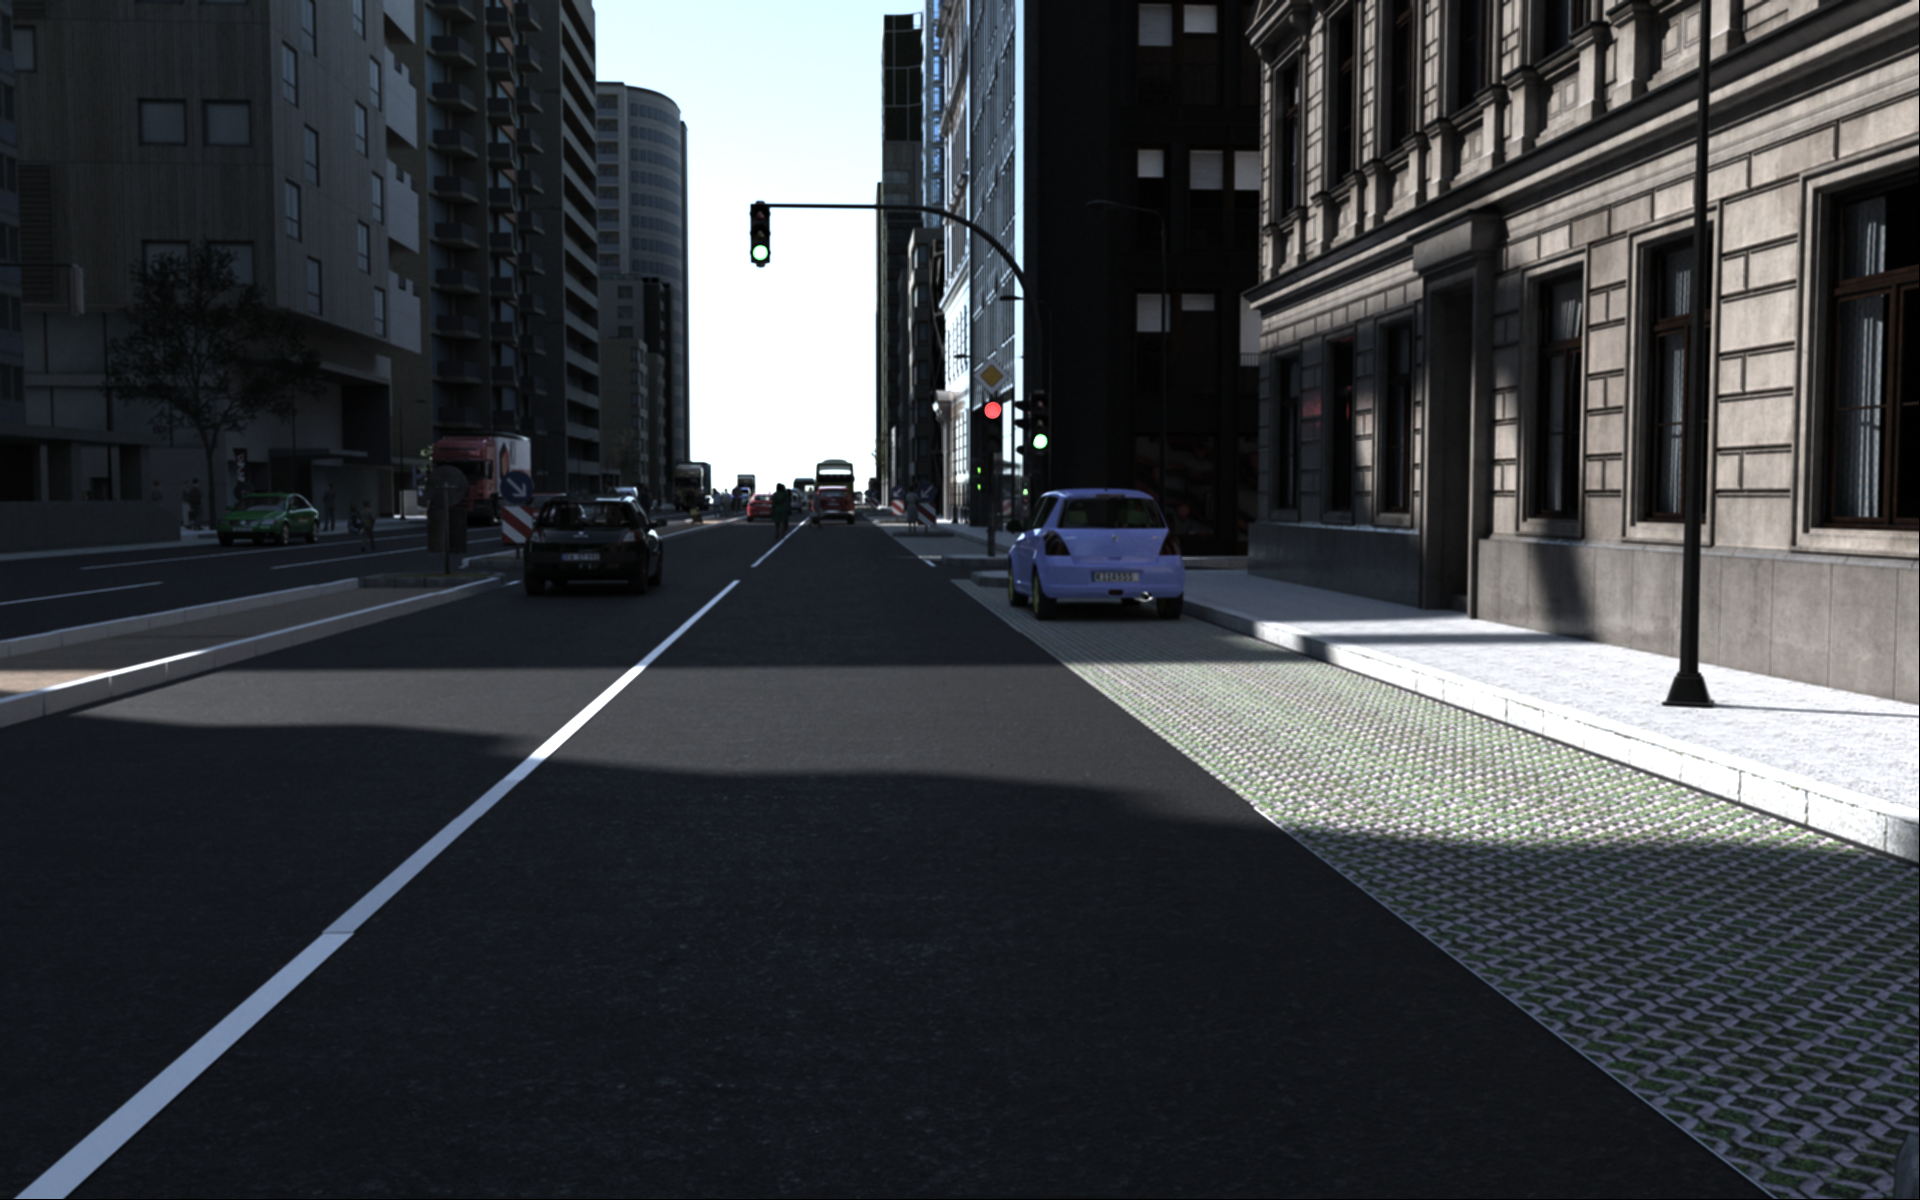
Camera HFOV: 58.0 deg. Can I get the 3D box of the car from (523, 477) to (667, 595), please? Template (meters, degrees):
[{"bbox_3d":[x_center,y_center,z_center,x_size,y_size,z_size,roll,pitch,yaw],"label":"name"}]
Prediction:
[{"bbox_3d":[-5.463,-0.997,26.080,2.009,1.686,4.222,0,4,-5],"label":"car"}]

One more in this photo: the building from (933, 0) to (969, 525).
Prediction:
[{"bbox_3d":[6.083,-17.907,78.686,13.634,28.700,20.117,0,4,-4],"label":"building"}]

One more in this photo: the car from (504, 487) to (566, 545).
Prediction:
[{"bbox_3d":[-12.139,-2.523,50.285,2.155,1.783,4.494,0,4,-6],"label":"car"}]

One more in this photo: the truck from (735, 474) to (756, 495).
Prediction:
[{"bbox_3d":[-30.437,-15.763,246.636,2.839,4.237,11.283,0,4,-6],"label":"truck"}]

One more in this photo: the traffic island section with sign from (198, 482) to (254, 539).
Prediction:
[{"bbox_3d":[-23.430,-2.918,56.335,1.989,1.847,2.006,0,4,-4],"label":"traffic island section with sign"}]

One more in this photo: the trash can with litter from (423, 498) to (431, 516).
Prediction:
[{"bbox_3d":[-30.617,-5.417,99.958,1.055,1.170,0.624,3,5,39],"label":"trash can with litter"}]

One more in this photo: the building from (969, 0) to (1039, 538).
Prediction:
[{"bbox_3d":[7.044,-14.702,58.395,12.078,24.808,19.932,0,4,-4],"label":"building"}]

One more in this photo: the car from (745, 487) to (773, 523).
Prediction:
[{"bbox_3d":[-9.964,-4.877,88.772,2.155,1.783,4.494,0,4,-5],"label":"car"}]

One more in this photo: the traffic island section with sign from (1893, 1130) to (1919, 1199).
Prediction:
[{"bbox_3d":[2.708,0.364,2.683,1.989,1.847,2.006,0,4,-4],"label":"traffic island section with sign"}]

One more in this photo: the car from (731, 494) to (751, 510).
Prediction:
[{"bbox_3d":[-19.927,-9.095,157.501,1.959,1.807,4.718,0,4,-6],"label":"car"}]

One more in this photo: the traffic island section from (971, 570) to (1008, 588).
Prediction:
[{"bbox_3d":[1.239,-0.328,27.646,2.009,0.180,2.903,0,4,-4],"label":"traffic island section"}]

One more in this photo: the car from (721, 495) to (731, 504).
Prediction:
[{"bbox_3d":[-33.613,-14.572,250.614,2.083,1.381,4.827,0,4,-4],"label":"car"}]

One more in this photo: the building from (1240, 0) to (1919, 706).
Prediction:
[{"bbox_3d":[9.930,-9.401,18.334,10.561,19.102,19.286,0,4,-4],"label":"building"}]

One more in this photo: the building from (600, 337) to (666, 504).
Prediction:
[{"bbox_3d":[-50.403,-22.064,205.786,27.650,21.520,28.899,0,4,-4],"label":"building"}]

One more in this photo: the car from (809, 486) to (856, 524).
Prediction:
[{"bbox_3d":[-6.125,-4.577,83.503,2.281,1.827,5.304,0,4,-5],"label":"car"}]

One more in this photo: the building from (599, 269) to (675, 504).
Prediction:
[{"bbox_3d":[-45.187,-27.872,227.405,14.160,30.474,14.107,0,4,-4],"label":"building"}]

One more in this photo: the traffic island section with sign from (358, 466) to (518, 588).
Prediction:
[{"bbox_3d":[-8.203,-1.167,27.209,2.006,1.907,1.989,0,4,-4],"label":"traffic island section with sign"}]

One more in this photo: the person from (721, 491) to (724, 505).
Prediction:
[{"bbox_3d":[-31.527,-13.553,229.721,0.705,1.869,1.348,-1,4,-21],"label":"person"}]

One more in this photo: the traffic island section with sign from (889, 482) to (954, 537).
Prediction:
[{"bbox_3d":[-1.265,-3.019,57.988,1.989,1.847,2.006,0,4,-4],"label":"traffic island section with sign"}]

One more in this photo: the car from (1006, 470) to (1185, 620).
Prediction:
[{"bbox_3d":[1.563,-0.695,20.951,1.945,1.707,3.694,0,4,-5],"label":"car"}]

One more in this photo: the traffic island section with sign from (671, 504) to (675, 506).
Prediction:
[{"bbox_3d":[-34.905,-12.680,215.950,1.989,1.847,2.006,0,4,-4],"label":"traffic island section with sign"}]

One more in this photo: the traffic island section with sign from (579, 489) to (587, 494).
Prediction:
[{"bbox_3d":[-28.956,-7.611,133.069,1.989,1.847,2.006,0,4,-4],"label":"traffic island section with sign"}]

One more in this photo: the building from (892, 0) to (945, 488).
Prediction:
[{"bbox_3d":[5.408,-51.583,156.051,22.319,86.520,31.000,0,4,-4],"label":"building"}]

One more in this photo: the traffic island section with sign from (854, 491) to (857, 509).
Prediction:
[{"bbox_3d":[-8.753,-9.378,161.956,1.989,1.847,2.006,0,4,-4],"label":"traffic island section with sign"}]

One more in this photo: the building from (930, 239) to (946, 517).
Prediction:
[{"bbox_3d":[6.571,-14.413,103.101,16.820,18.784,16.811,0,4,-4],"label":"building"}]

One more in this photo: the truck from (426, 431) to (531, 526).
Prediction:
[{"bbox_3d":[-22.056,-5.565,79.900,2.839,4.237,11.283,0,4,-3],"label":"truck"}]

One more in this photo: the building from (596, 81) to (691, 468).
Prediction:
[{"bbox_3d":[-50.540,-43.194,248.219,21.231,58.520,28.212,0,4,-4],"label":"building"}]

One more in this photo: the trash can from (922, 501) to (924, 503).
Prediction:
[{"bbox_3d":[-2.465,-5.688,104.655,0.748,1.137,0.748,0,3,0],"label":"trash can"}]

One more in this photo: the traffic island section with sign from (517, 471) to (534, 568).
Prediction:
[{"bbox_3d":[-8.725,-1.618,34.598,2.006,1.907,1.989,0,4,-4],"label":"traffic island section with sign"}]

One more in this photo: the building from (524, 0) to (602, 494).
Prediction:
[{"bbox_3d":[-42.986,-32.031,147.407,21.300,48.544,21.600,0,4,-4],"label":"building"}]

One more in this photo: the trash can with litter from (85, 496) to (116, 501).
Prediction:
[{"bbox_3d":[-32.381,-3.239,64.011,1.678,1.210,2.233,-1,4,-8],"label":"trash can with litter"}]

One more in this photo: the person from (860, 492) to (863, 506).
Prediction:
[{"bbox_3d":[-11.855,-12.174,208.208,0.621,1.740,0.551,-3,5,-44],"label":"person"}]

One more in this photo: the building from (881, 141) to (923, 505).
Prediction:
[{"bbox_3d":[-2.225,-31.810,203.694,14.154,41.232,14.086,0,4,-4],"label":"building"}]

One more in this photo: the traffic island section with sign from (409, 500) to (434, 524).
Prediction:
[{"bbox_3d":[-25.393,-4.594,83.737,1.989,1.847,2.006,0,4,-4],"label":"traffic island section with sign"}]

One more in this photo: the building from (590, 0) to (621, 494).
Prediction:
[{"bbox_3d":[-44.151,-44.618,167.752,20.563,71.187,20.611,0,4,-4],"label":"building"}]

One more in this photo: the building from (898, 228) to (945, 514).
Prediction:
[{"bbox_3d":[9.774,-17.303,127.951,27.650,21.520,28.899,0,4,-4],"label":"building"}]

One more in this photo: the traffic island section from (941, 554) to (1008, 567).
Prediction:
[{"bbox_3d":[0.666,-0.815,35.611,2.009,0.180,2.903,0,4,-4],"label":"traffic island section"}]

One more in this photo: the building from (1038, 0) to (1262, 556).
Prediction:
[{"bbox_3d":[10.450,-12.953,41.466,15.834,23.373,12.332,0,4,-4],"label":"building"}]

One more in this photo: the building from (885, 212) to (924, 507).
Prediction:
[{"bbox_3d":[-0.772,-24.968,179.924,14.160,30.474,14.107,0,4,-4],"label":"building"}]

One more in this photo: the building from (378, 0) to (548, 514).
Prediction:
[{"bbox_3d":[-41.739,-28.584,121.967,22.147,44.769,28.867,0,4,-4],"label":"building"}]

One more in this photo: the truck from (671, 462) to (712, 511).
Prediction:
[{"bbox_3d":[-23.451,-9.971,151.940,2.839,4.237,11.283,0,4,-4],"label":"truck"}]

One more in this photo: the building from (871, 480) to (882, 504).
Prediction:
[{"bbox_3d":[4.731,-32.545,223.999,32.217,40.220,23.993,0,4,-4],"label":"building"}]

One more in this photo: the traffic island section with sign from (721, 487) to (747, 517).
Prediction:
[{"bbox_3d":[-14.123,-6.202,109.543,2.006,1.907,1.989,0,4,-4],"label":"traffic island section with sign"}]

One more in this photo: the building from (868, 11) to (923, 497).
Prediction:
[{"bbox_3d":[-3.460,-50.198,258.994,20.563,71.187,20.611,0,4,-4],"label":"building"}]

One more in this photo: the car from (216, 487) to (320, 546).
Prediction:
[{"bbox_3d":[-19.643,-2.475,49.268,1.959,1.807,4.718,0,4,-4],"label":"car"}]

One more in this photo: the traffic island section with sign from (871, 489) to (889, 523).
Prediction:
[{"bbox_3d":[-3.202,-4.663,84.874,1.989,1.847,2.006,0,4,-4],"label":"traffic island section with sign"}]

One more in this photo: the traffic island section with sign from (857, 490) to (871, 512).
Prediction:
[{"bbox_3d":[-6.815,-7.734,135.070,1.989,1.847,2.006,0,4,-4],"label":"traffic island section with sign"}]

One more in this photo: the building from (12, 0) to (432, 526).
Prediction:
[{"bbox_3d":[-40.987,-29.926,78.535,28.713,52.752,27.495,0,4,-4],"label":"building"}]

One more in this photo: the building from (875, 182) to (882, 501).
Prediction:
[{"bbox_3d":[-4.789,-36.218,242.271,14.600,45.320,14.200,0,4,-4],"label":"building"}]

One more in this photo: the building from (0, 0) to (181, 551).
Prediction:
[{"bbox_3d":[-39.198,-21.489,43.231,32.217,40.220,23.993,0,4,-4],"label":"building"}]
